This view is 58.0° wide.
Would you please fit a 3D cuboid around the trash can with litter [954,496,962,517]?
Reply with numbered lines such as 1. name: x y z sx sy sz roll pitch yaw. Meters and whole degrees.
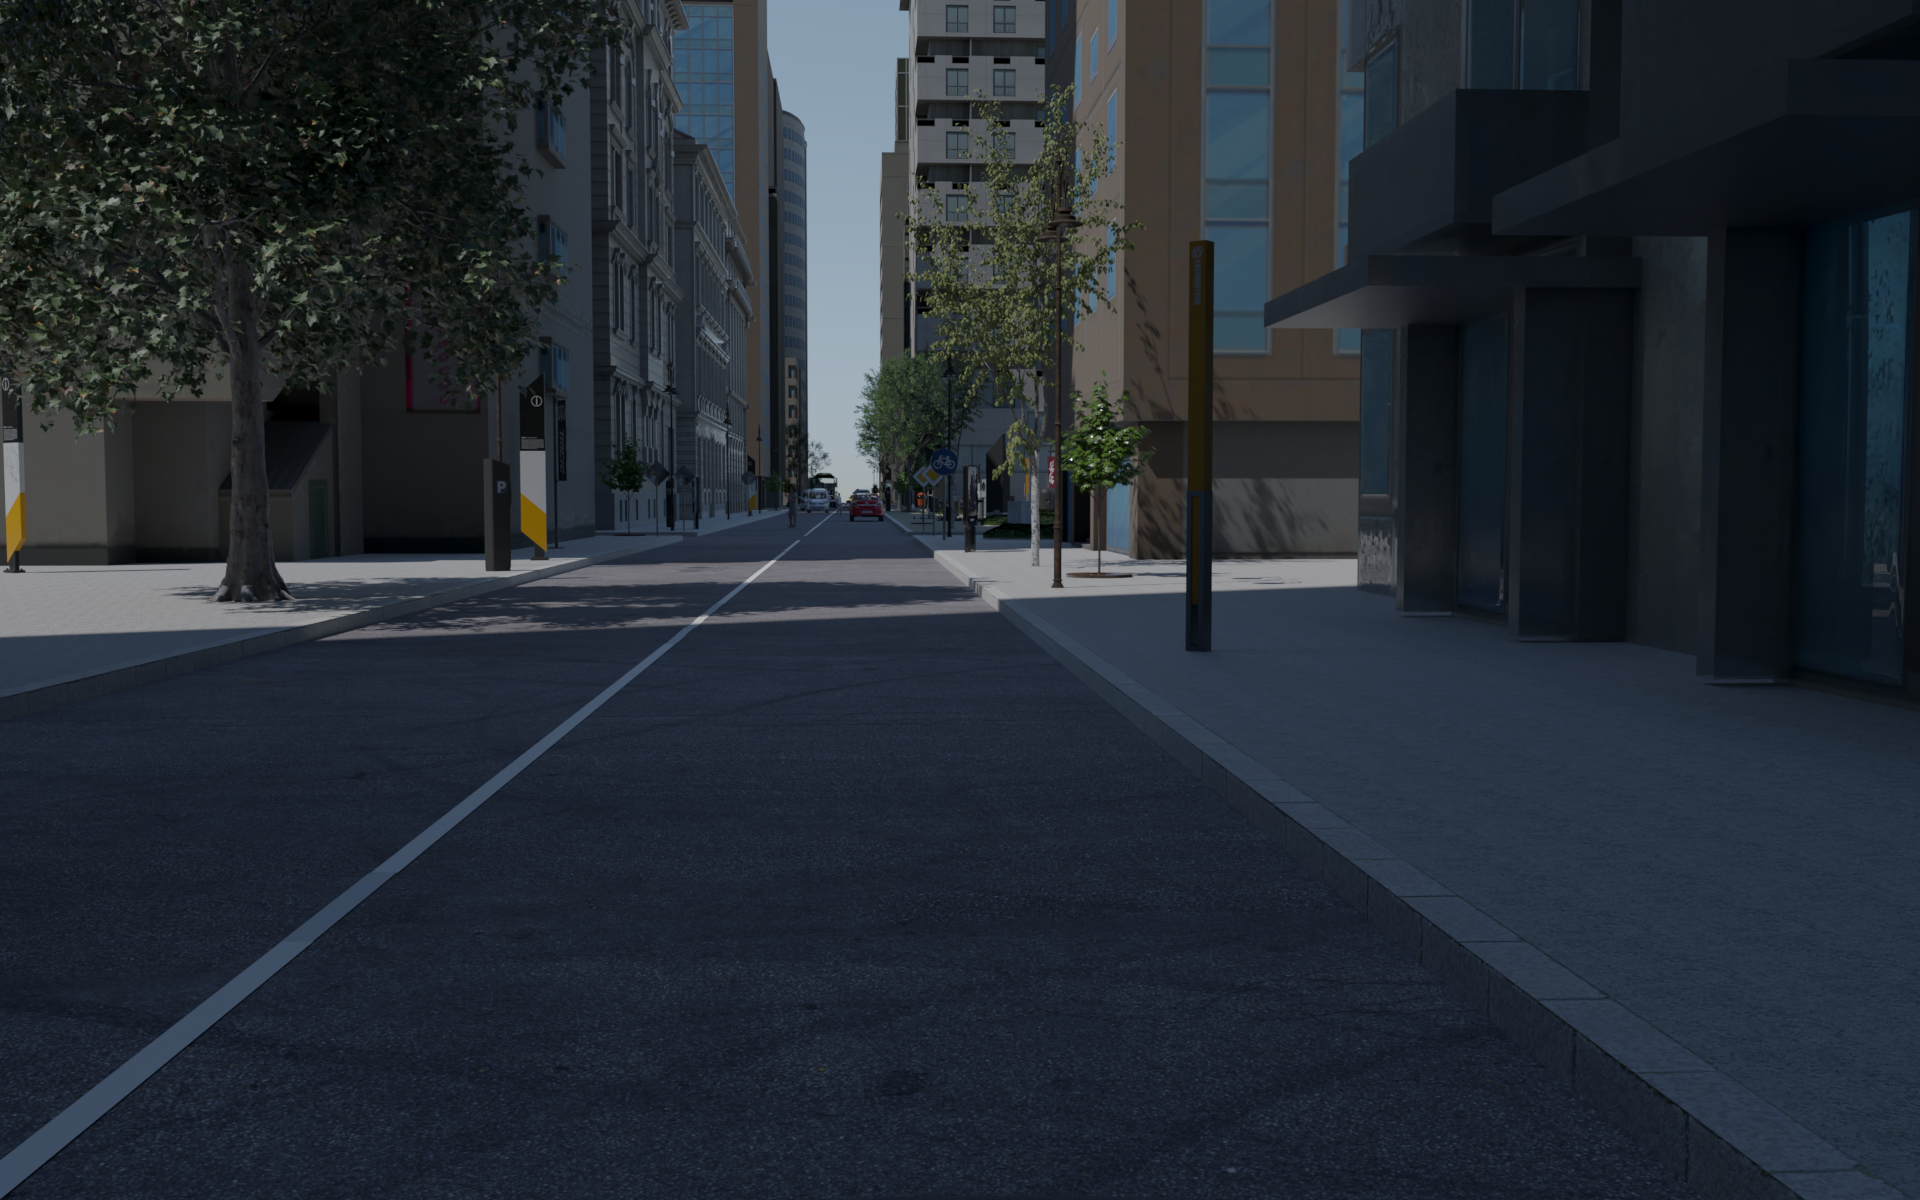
1. trash can with litter: -0.308 -5.329 98.521 0.624 1.170 1.055 1 4 22

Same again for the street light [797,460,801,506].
1. street light: -17.711 -13.328 190.695 0.468 5.910 1.993 0 4 -3

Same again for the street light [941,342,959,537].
1. street light: -0.318 -4.823 51.640 0.468 5.910 1.993 0 4 -3

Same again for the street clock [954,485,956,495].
1. street clock: -0.469 -7.816 132.364 0.358 2.002 0.471 0 4 -6

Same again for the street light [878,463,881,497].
1. street light: -8.230 -12.963 184.731 0.468 5.910 1.993 0 4 -3

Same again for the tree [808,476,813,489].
1. tree: -24.766 -18.904 292.794 4.285 4.588 4.351 0 3 0

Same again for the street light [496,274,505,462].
1. street light: -8.203 -3.549 30.815 0.468 5.910 1.993 0 4 -3

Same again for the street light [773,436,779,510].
1. street light: -14.593 -10.060 137.269 0.468 5.910 1.993 0 4 -3

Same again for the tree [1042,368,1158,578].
1. tree: 2.178 -1.957 26.597 1.663 3.219 1.824 0 3 0

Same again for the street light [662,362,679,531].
1. street light: -10.087 -5.370 60.595 0.468 5.910 1.993 0 4 -3

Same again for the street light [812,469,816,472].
1. street light: -21.080 -16.726 246.250 0.468 5.910 1.993 0 4 -3

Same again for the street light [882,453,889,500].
1. street light: -6.645 -11.316 157.806 0.468 5.910 1.993 0 4 -3

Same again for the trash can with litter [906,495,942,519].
1. trash can with litter: -1.717 -4.792 89.406 2.233 1.210 1.678 -1 4 -9

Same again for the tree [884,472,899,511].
1. tree: -4.334 -8.352 131.158 1.663 3.219 1.824 0 3 0

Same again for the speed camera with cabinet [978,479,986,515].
1. speed camera with cabinet: 1.436 -6.683 103.596 0.660 3.252 2.038 -1 4 -19

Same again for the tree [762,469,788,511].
1. tree: -14.500 -8.520 133.907 1.663 3.219 1.824 0 3 0

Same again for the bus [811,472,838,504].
1. bus: -15.655 -12.831 201.332 2.896 3.916 12.252 0 4 -2

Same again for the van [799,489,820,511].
1. van: -12.919 -8.732 149.773 2.013 2.044 4.112 0 4 -3

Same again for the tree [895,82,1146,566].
1. tree: 1.097 -4.902 30.511 4.737 8.622 4.395 0 3 0

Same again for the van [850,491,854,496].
1. van: -15.423 -15.419 259.114 2.013 2.044 4.112 0 4 -4

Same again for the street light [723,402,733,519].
1. street light: -11.691 -7.003 87.289 0.468 5.910 1.993 0 4 -3

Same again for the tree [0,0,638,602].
1. tree: -8.671 -6.345 20.747 9.611 12.733 9.660 0 3 0

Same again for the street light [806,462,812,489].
1. street light: -19.397 -15.093 219.561 0.468 5.910 1.993 0 4 -3

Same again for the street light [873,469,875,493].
1. street light: -11.535 -16.401 240.938 0.468 5.910 1.993 0 4 -3

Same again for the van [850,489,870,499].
1. van: -8.463 -8.707 149.377 2.013 2.044 4.112 0 4 -5

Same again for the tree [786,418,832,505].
1. tree: -19.825 -16.993 212.251 8.767 10.594 7.601 -1 4 -11

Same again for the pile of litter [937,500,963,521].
1. pile of litter: -0.484 -4.174 82.206 1.176 0.858 1.719 -3 4 -37

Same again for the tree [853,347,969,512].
1. tree: -3.441 -11.954 121.198 9.928 11.665 9.643 0 3 0

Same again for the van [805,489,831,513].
1. van: -10.935 -7.731 133.407 2.013 2.044 4.112 0 4 -3

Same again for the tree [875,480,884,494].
1. tree: -7.473 -11.466 182.077 1.663 3.219 1.824 0 3 0

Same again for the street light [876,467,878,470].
1. street light: -9.853 -14.596 211.424 0.468 5.910 1.993 0 4 -3

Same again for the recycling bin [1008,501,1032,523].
1. recycling bin: 2.168 -2.968 61.088 0.722 1.027 0.722 -3 4 -36

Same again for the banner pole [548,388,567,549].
1. banner pole: -9.403 -3.097 40.660 0.401 3.779 0.863 -3 4 -37

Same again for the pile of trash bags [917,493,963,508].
1. pile of trash bags: -1.119 -6.304 112.820 3.447 1.369 1.912 1 4 11

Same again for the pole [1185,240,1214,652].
1. pole: 1.950 -1.237 14.063 0.158 3.312 0.155 0 3 0

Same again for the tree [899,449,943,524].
1. tree: -1.578 -4.869 74.209 1.663 3.219 1.824 0 3 0

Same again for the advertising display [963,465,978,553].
1. advertising display: 0.227 -2.023 38.296 0.123 1.923 0.974 1 4 13

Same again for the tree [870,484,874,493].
1. tree: -14.018 -17.833 286.168 1.663 3.219 1.824 0 3 0

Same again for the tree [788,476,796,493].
1. tree: -16.684 -10.517 166.561 1.663 3.219 1.824 0 3 0

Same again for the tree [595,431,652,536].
1. tree: -10.183 -3.585 53.217 1.663 3.219 1.824 0 3 0

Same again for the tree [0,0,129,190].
1. tree: -8.031 -3.770 11.999 4.360 8.622 3.978 0 3 0

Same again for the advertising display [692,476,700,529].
1. advertising display: -9.695 -3.571 63.595 0.123 1.923 0.974 -1 4 -17

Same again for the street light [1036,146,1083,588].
1. street light: 1.336 -3.103 23.524 0.468 5.910 1.993 0 4 -3

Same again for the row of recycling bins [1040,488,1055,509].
1. row of recycling bins: 6.221 -6.720 116.982 1.069 1.692 3.534 1 4 17

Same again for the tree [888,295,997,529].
1. tree: -0.385 -6.966 64.263 4.360 8.622 3.978 0 3 0

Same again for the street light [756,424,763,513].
1. street light: -13.229 -8.656 114.315 0.468 5.910 1.993 0 4 -3

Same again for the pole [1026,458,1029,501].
1. pole: 3.863 -6.435 99.057 0.158 3.312 0.155 0 3 0

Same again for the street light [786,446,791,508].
1. street light: -16.188 -11.693 163.963 0.468 5.910 1.993 0 4 -3
